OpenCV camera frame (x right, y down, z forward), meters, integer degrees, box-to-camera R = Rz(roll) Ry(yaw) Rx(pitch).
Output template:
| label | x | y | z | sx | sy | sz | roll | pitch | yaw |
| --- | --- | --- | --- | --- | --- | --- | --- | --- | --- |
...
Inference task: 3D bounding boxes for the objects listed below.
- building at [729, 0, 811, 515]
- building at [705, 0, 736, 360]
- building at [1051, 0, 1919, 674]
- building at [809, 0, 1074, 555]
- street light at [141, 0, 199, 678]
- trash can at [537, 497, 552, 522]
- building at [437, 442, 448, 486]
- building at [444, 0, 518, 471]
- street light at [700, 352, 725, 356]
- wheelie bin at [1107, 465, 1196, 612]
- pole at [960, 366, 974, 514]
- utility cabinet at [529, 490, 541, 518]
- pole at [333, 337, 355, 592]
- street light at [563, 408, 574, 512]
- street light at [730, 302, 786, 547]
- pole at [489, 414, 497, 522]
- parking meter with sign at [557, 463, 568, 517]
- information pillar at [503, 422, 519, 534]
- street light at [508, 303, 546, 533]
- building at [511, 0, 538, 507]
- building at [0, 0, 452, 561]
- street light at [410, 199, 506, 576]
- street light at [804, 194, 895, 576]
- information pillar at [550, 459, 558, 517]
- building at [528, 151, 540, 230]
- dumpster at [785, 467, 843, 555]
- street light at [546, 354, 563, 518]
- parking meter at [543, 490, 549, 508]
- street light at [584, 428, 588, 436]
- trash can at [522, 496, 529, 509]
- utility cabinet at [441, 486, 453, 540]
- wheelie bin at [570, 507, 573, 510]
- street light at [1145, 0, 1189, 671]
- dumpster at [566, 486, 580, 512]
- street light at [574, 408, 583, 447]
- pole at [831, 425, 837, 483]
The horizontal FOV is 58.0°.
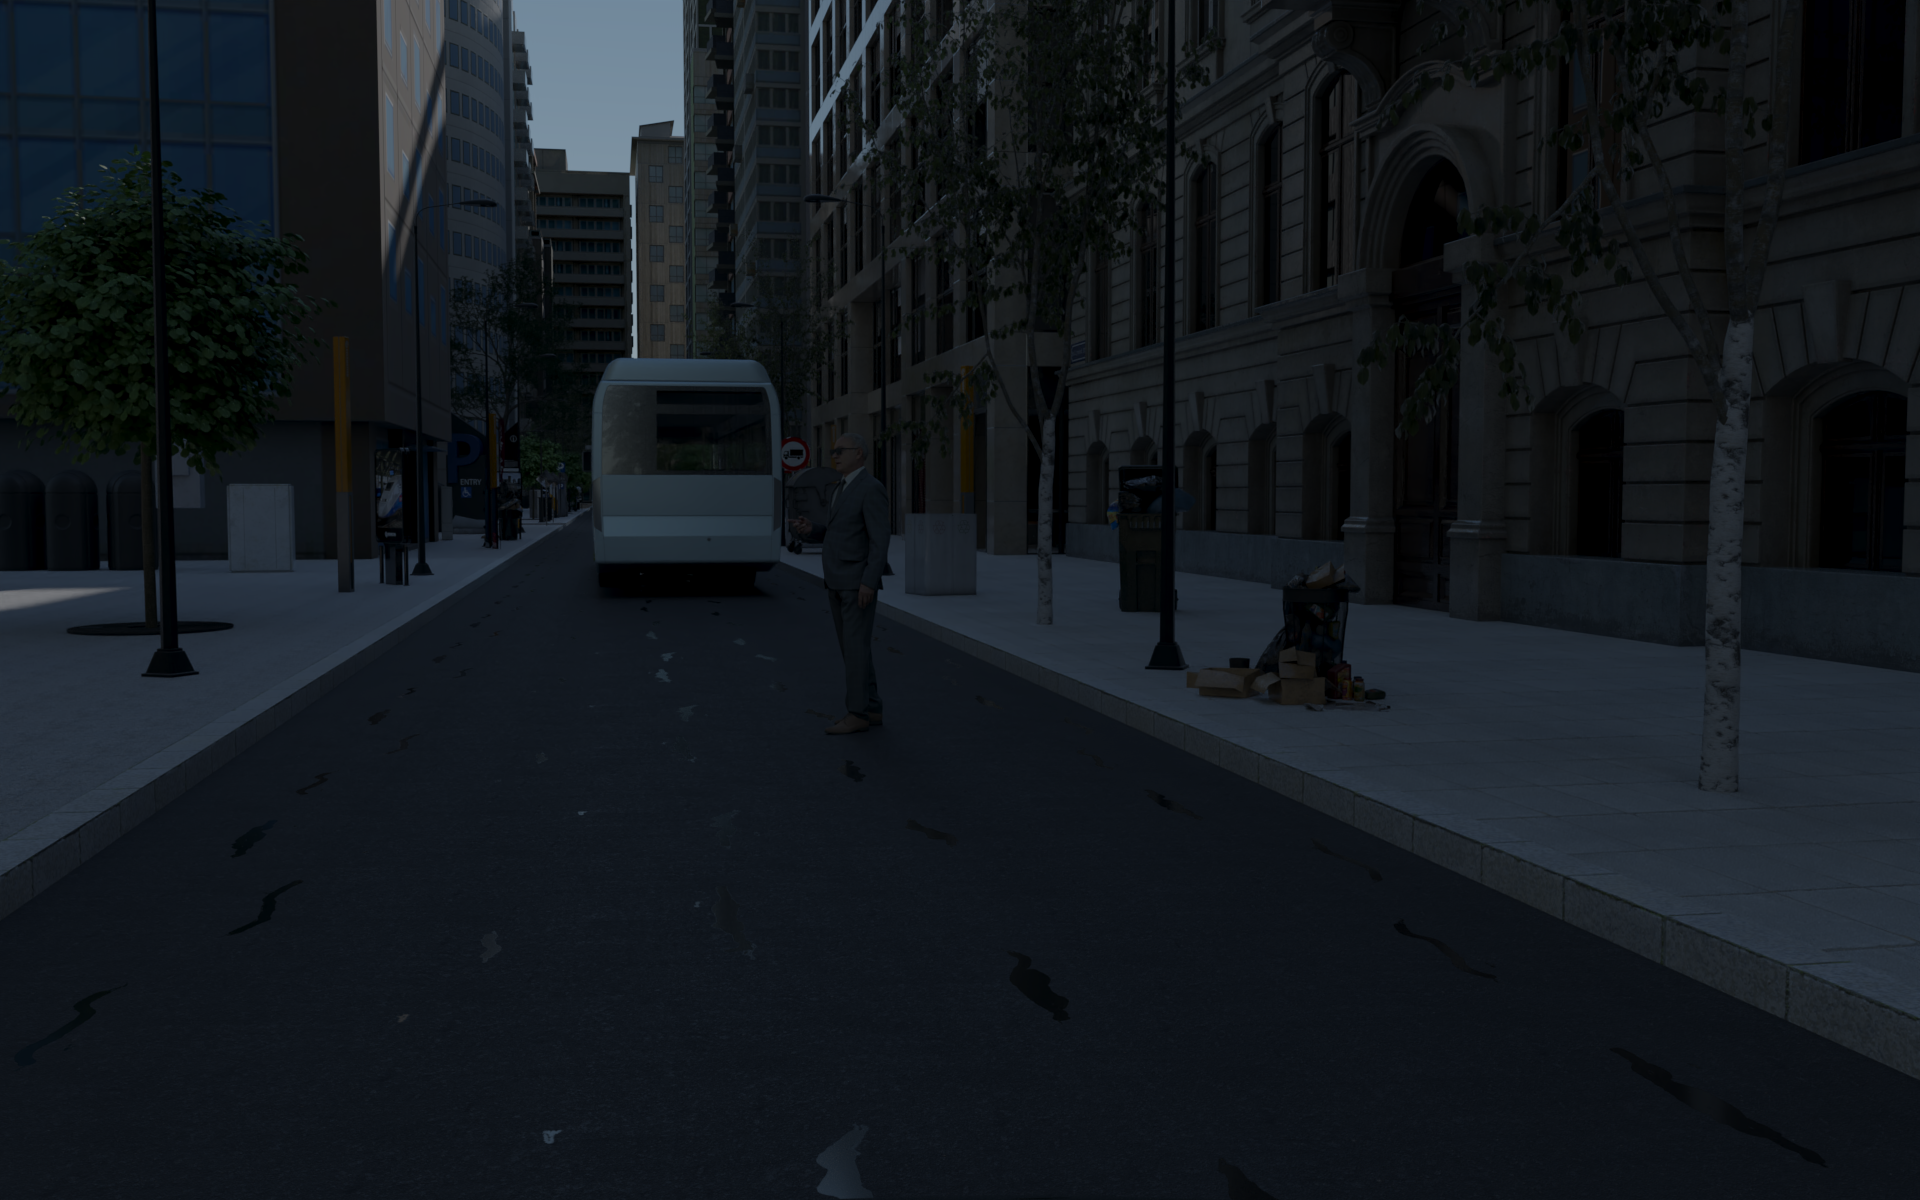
| label | x | y | z | sx | sy | sz | roll | pitch | yaw |
| --- | --- | --- | --- | --- | --- | --- | --- | --- | --- |
| building | -0.865 | -25.043 | 101.342 | 23.993 | 40.220 | 32.217 | -1 | 4 | -11 |
| building | -8.310 | -29.392 | 135.191 | 22.147 | 44.769 | 28.867 | -1 | 4 | -11 |
| building | 10.559 | -12.250 | 19.375 | 14.460 | 24.649 | 34.723 | -1 | 4 | -11 |
| building | 6.788 | -15.261 | 54.028 | 19.350 | 26.468 | 34.151 | -1 | 4 | -11 |
| street light | -5.053 | -2.424 | 12.170 | 1.470 | 5.913 | 1.316 | -1 | 4 | -11 |
| trash can | -19.312 | -4.223 | 80.703 | 0.748 | 1.137 | 0.748 | 0 | 3 | 0 |
| building | -34.996 | -39.607 | 85.824 | 20.563 | 71.187 | 20.611 | -1 | 4 | -11 |
| building | -42.242 | -35.280 | 118.826 | 21.231 | 58.520 | 28.212 | -1 | 4 | -11 |
| street light | -7.795 | -5.148 | 56.706 | 1.470 | 5.913 | 1.316 | -1 | 4 | -11 |
| wheelie bin | 2.086 | -0.676 | 18.966 | 0.980 | 1.594 | 0.693 | 1 | 4 | 10 |
| pole | 0.113 | -2.066 | 27.628 | 0.158 | 3.312 | 0.155 | 0 | 3 | 0 |
| utility cabinet | -22.403 | -5.062 | 91.447 | 0.318 | 1.500 | 1.173 | -2 | 4 | -33 |
| pole | -8.029 | -1.757 | 22.567 | 0.158 | 3.312 | 0.155 | 0 | 3 | 0 |
| street light | -18.275 | -6.442 | 77.862 | 1.470 | 5.913 | 1.316 | -1 | 4 | -11 |
| street light | -4.871 | -4.262 | 42.232 | 1.470 | 5.913 | 1.316 | -1 | 4 | -11 |
| pole | -11.858 | -3.066 | 43.973 | 0.158 | 3.312 | 0.155 | 0 | 3 | 0 |
| parking meter with sign | -22.151 | -6.128 | 96.451 | 0.543 | 3.016 | 1.738 | 0 | 4 | -6 |
| information pillar | -14.493 | -3.952 | 55.974 | 0.504 | 3.616 | 0.183 | -1 | 4 | -23 |
| street light | -10.945 | -4.259 | 42.170 | 1.470 | 5.913 | 1.316 | -1 | 4 | -11 |
| building | -51.720 | -33.233 | 162.974 | 23.786 | 49.044 | 30.456 | -1 | 4 | -11 |
| building | -19.300 | -23.720 | 37.932 | 14.600 | 45.320 | 14.200 | -1 | 4 | -11 |
| street light | -7.976 | -3.350 | 27.312 | 1.470 | 5.913 | 1.316 | -1 | 4 | -11 |
| street light | -1.733 | -3.337 | 27.101 | 1.470 | 5.913 | 1.316 | -1 | 4 | -11 |
| information pillar | -22.885 | -6.499 | 97.612 | 0.183 | 3.616 | 0.504 | 3 | 5 | 44 |
| building | -63.686 | -33.847 | 208.023 | 28.867 | 44.769 | 22.147 | -1 | 4 | -11 |
| dumpster | -3.064 | -1.932 | 37.350 | 1.264 | 1.857 | 1.865 | -1 | 4 | -11 |
| street light | -14.074 | -5.193 | 57.447 | 1.470 | 5.913 | 1.316 | -1 | 4 | -11 |
| parking meter | -22.967 | -5.358 | 96.020 | 0.372 | 1.533 | 0.369 | 0 | 3 | 0 |
| street light | -23.955 | -8.223 | 106.990 | 1.470 | 5.913 | 1.316 | -1 | 4 | -11 |
| trash can | -37.733 | -8.488 | 150.429 | 0.748 | 1.137 | 0.748 | 0 | 3 | 0 |
| utility cabinet | -14.350 | -2.434 | 48.474 | 0.318 | 1.500 | 1.173 | -1 | 4 | -17 |
| wheelie bin | -31.606 | -8.127 | 140.787 | 0.980 | 1.594 | 0.693 | -2 | 4 | -32 |
| street light | 0.993 | -2.442 | 12.474 | 1.470 | 5.913 | 1.316 | -1 | 4 | -11 |
| dumpster | -28.750 | -7.634 | 127.305 | 1.502 | 2.255 | 1.985 | -1 | 4 | -11 |
| street light | -21.023 | -7.329 | 92.371 | 1.470 | 5.913 | 1.316 | -1 | 4 | -11 |
| pole | -3.712 | -3.497 | 51.021 | 0.158 | 3.312 | 0.155 | 0 | 3 | 0 |
